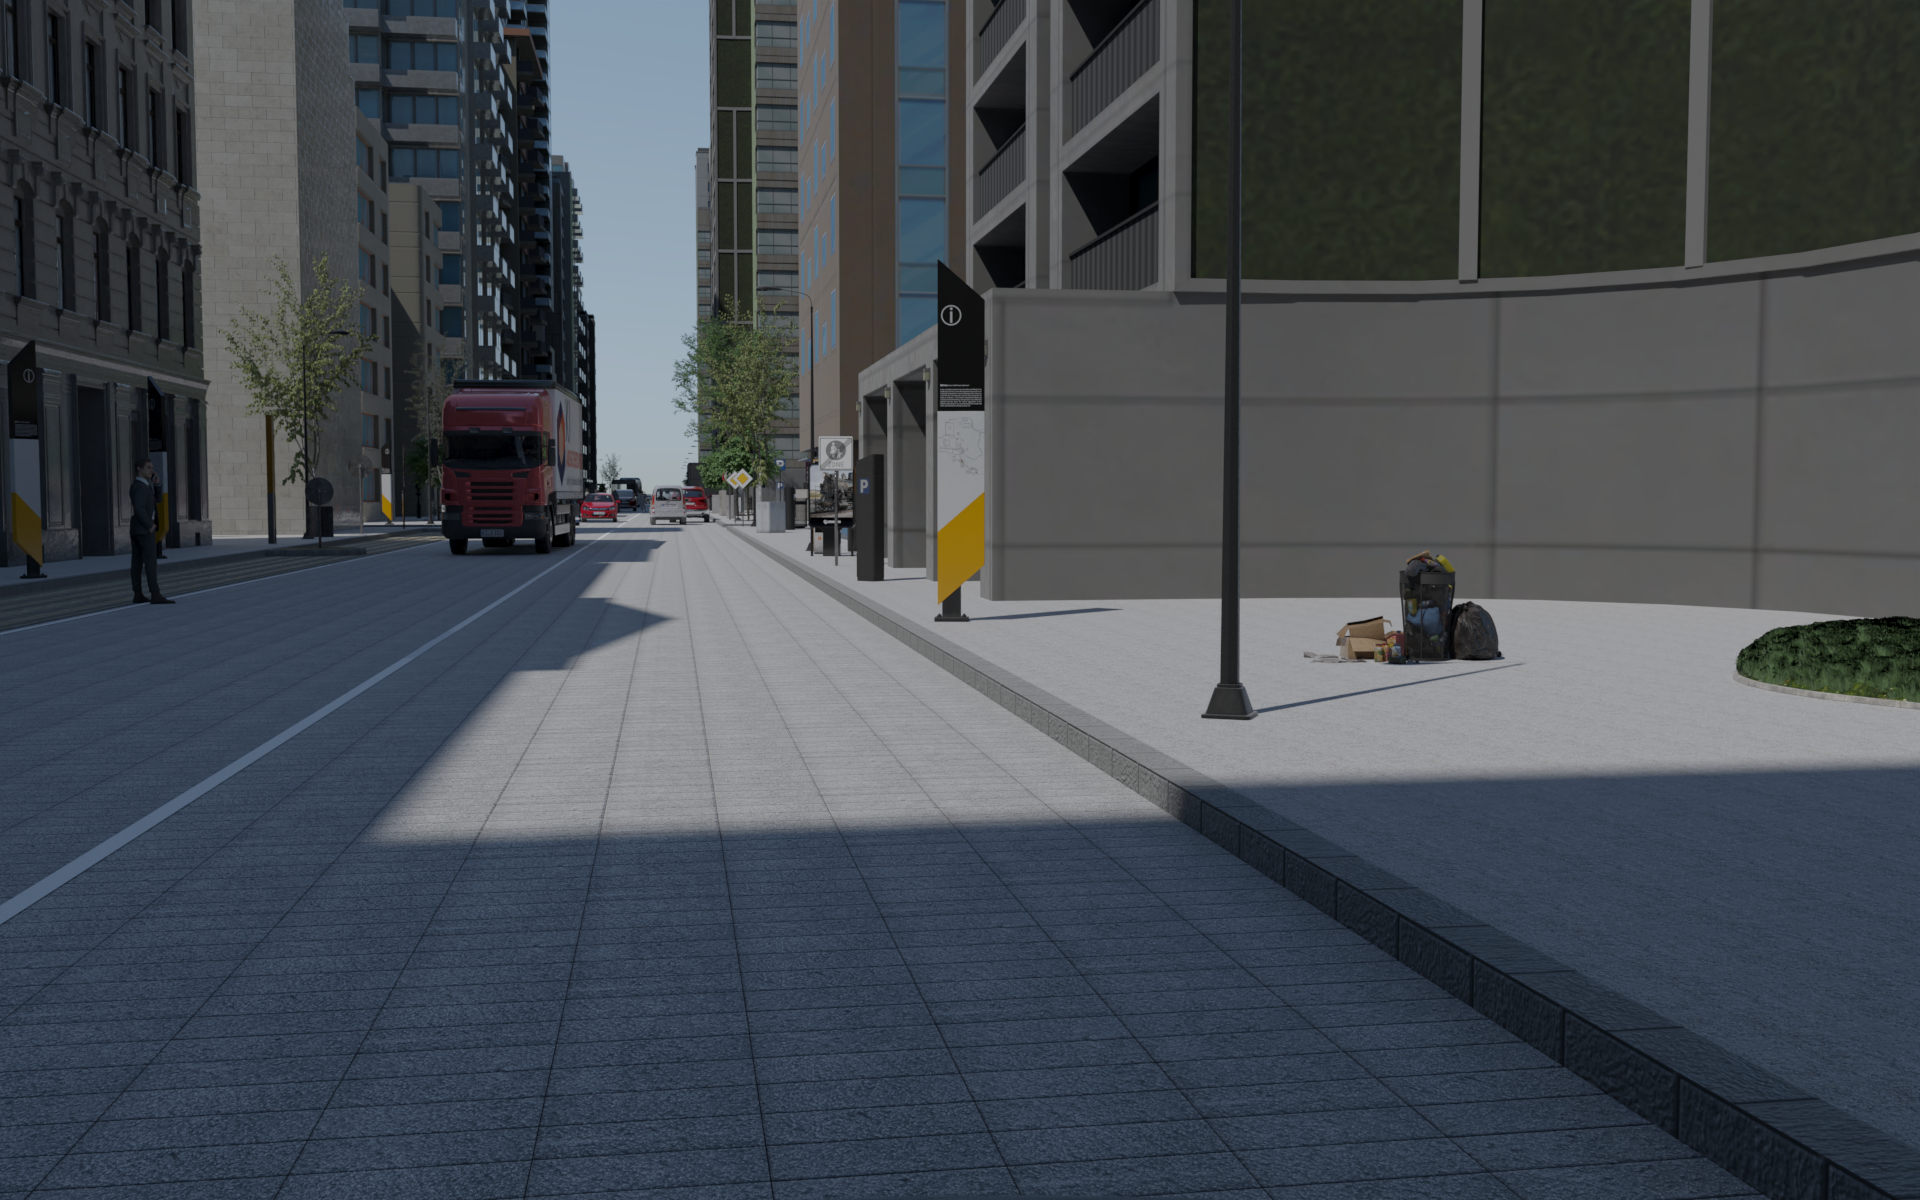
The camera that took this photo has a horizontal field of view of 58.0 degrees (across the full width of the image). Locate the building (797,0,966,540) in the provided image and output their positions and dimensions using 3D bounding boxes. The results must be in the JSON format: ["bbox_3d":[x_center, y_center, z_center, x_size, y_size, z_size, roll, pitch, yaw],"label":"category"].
[{"bbox_3d":[2.520,-24.573,51.888,14.600,45.320,14.200,-1,4,-9],"label":"building"}]

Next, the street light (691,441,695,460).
[{"bbox_3d":[-22.312,-10.841,149.795,1.470,5.913,1.316,-1,4,-9],"label":"street light"}]

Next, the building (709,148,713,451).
[{"bbox_3d":[-19.849,-36.112,214.133,21.300,48.544,21.600,-1,4,-9],"label":"building"}]

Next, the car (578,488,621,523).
[{"bbox_3d":[-18.395,-4.850,88.344,2.155,1.783,4.494,-1,4,-11],"label":"car"}]

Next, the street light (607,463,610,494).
[{"bbox_3d":[-53.189,-17.590,260.139,1.470,5.913,1.316,-1,4,-9],"label":"street light"}]

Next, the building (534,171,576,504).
[{"bbox_3d":[-54.898,-32.353,212.565,14.154,41.232,14.086,-1,4,-9],"label":"building"}]

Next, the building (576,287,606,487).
[{"bbox_3d":[-74.885,-36.203,283.806,32.217,40.220,23.993,-1,4,-9],"label":"building"}]

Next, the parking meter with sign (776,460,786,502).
[{"bbox_3d":[-9.176,-5.644,88.537,0.543,3.016,1.738,0,4,-5],"label":"parking meter with sign"}]

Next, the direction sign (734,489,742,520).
[{"bbox_3d":[-10.945,-5.706,85.290,0.379,3.537,0.876,-2,4,-35],"label":"direction sign"}]

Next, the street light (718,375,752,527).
[{"bbox_3d":[-8.602,-5.825,67.784,1.470,5.913,1.316,-1,4,-9],"label":"street light"}]

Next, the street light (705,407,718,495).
[{"bbox_3d":[-12.737,-7.334,92.445,1.470,5.913,1.316,-1,4,-9],"label":"street light"}]

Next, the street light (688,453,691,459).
[{"bbox_3d":[-25.144,-11.868,166.574,1.470,5.913,1.316,-1,4,-9],"label":"street light"}]

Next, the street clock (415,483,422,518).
[{"bbox_3d":[-28.517,-5.300,91.225,0.358,2.002,0.471,-2,4,-30],"label":"street clock"}]

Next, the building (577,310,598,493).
[{"bbox_3d":[-63.454,-30.277,266.730,14.160,30.474,14.107,-1,4,-9],"label":"building"}]

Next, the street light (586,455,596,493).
[{"bbox_3d":[-44.010,-14.284,206.076,1.470,5.913,1.316,-1,4,-9],"label":"street light"}]

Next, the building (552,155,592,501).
[{"bbox_3d":[-64.463,-38.155,243.448,23.786,49.044,30.456,-1,4,-9],"label":"building"}]

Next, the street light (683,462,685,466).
[{"bbox_3d":[-34.877,-15.404,224.398,1.470,5.913,1.316,-1,4,-9],"label":"street light"}]

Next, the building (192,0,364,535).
[{"bbox_3d":[-29.739,-12.411,57.674,16.860,20.320,10.420,-1,4,-9],"label":"building"}]

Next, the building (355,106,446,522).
[{"bbox_3d":[-42.824,-14.950,89.466,27.650,21.520,28.899,-1,4,-9],"label":"building"}]

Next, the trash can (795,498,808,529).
[{"bbox_3d":[-5.996,-3.231,64.485,0.748,1.137,0.748,0,3,0],"label":"trash can"}]

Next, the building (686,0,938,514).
[{"bbox_3d":[-11.683,-42.812,138.234,20.563,71.187,20.611,-1,4,-9],"label":"building"}]

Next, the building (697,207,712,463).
[{"bbox_3d":[-30.648,-34.599,249.287,14.154,41.232,14.086,-1,4,-9],"label":"building"}]

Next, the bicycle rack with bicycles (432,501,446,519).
[{"bbox_3d":[-25.646,-4.608,88.726,2.852,0.926,2.925,-2,4,-31],"label":"bicycle rack with bicycles"}]

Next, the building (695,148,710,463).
[{"bbox_3d":[-34.148,-46.025,294.505,21.231,58.520,28.212,-1,4,-9],"label":"building"}]

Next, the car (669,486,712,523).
[{"bbox_3d":[-13.762,-4.862,88.173,2.281,1.827,5.304,-1,4,-8],"label":"car"}]

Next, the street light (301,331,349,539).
[{"bbox_3d":[-18.039,-4.691,49.245,1.470,5.913,1.316,-1,4,-9],"label":"street light"}]

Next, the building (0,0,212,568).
[{"bbox_3d":[-22.036,-11.279,33.556,9.793,20.994,18.267,-1,4,-9],"label":"building"}]

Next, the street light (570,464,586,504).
[{"bbox_3d":[-39.407,-12.541,177.587,1.470,5.913,1.316,-1,4,-9],"label":"street light"}]

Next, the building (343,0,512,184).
[{"bbox_3d":[-44.758,-30.998,126.430,23.786,49.044,30.456,-1,4,-9],"label":"building"}]

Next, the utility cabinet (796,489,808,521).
[{"bbox_3d":[-7.363,-4.481,81.949,0.318,1.500,1.173,-2,4,-32],"label":"utility cabinet"}]

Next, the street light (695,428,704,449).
[{"bbox_3d":[-17.616,-9.094,121.229,1.470,5.913,1.316,-1,4,-9],"label":"street light"}]

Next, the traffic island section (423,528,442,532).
[{"bbox_3d":[-19.279,-2.682,66.138,2.009,0.180,2.903,-1,4,-9],"label":"traffic island section"}]

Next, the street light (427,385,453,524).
[{"bbox_3d":[-21.968,-6.177,73.541,1.470,5.913,1.316,-1,4,-9],"label":"street light"}]

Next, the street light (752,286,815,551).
[{"bbox_3d":[-3.853,-4.054,38.820,1.470,5.913,1.316,-1,4,-9],"label":"street light"}]

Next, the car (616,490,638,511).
[{"bbox_3d":[-28.121,-8.340,145.037,2.281,1.827,5.304,-1,4,-11],"label":"car"}]

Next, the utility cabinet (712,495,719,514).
[{"bbox_3d":[-15.839,-6.303,114.216,1.020,1.237,0.306,0,4,-7],"label":"utility cabinet"}]

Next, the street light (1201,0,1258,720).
[{"bbox_3d":[1.018,-2.274,9.719,1.470,5.913,1.316,-1,4,-9],"label":"street light"}]

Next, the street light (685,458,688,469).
[{"bbox_3d":[-29.900,-13.608,195.037,1.470,5.913,1.316,-1,4,-9],"label":"street light"}]

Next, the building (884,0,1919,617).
[{"bbox_3d":[9.700,-35.869,24.710,20.563,71.187,20.611,-1,4,-9],"label":"building"}]

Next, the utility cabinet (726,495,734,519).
[{"bbox_3d":[-12.006,-4.849,90.445,0.306,1.237,1.020,-1,4,-13],"label":"utility cabinet"}]

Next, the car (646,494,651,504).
[{"bbox_3d":[-47.005,-15.069,258.170,2.131,1.459,4.920,-1,4,-11],"label":"car"}]

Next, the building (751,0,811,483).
[{"bbox_3d":[-6.727,-26.344,114.323,14.154,41.232,14.086,-1,4,-9],"label":"building"}]

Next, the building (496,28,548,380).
[{"bbox_3d":[-49.995,-30.894,159.743,22.147,44.769,28.867,-1,4,-9],"label":"building"}]

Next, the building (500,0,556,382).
[{"bbox_3d":[-54.604,-53.536,187.992,22.319,86.520,31.000,-1,4,-9],"label":"building"}]

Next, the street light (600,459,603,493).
[{"bbox_3d":[-48.453,-15.849,231.673,1.470,5.913,1.316,-1,4,-9],"label":"street light"}]

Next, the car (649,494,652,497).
[{"bbox_3d":[-54.062,-17.757,300.105,2.009,1.686,4.222,0,4,-8],"label":"car"}]
